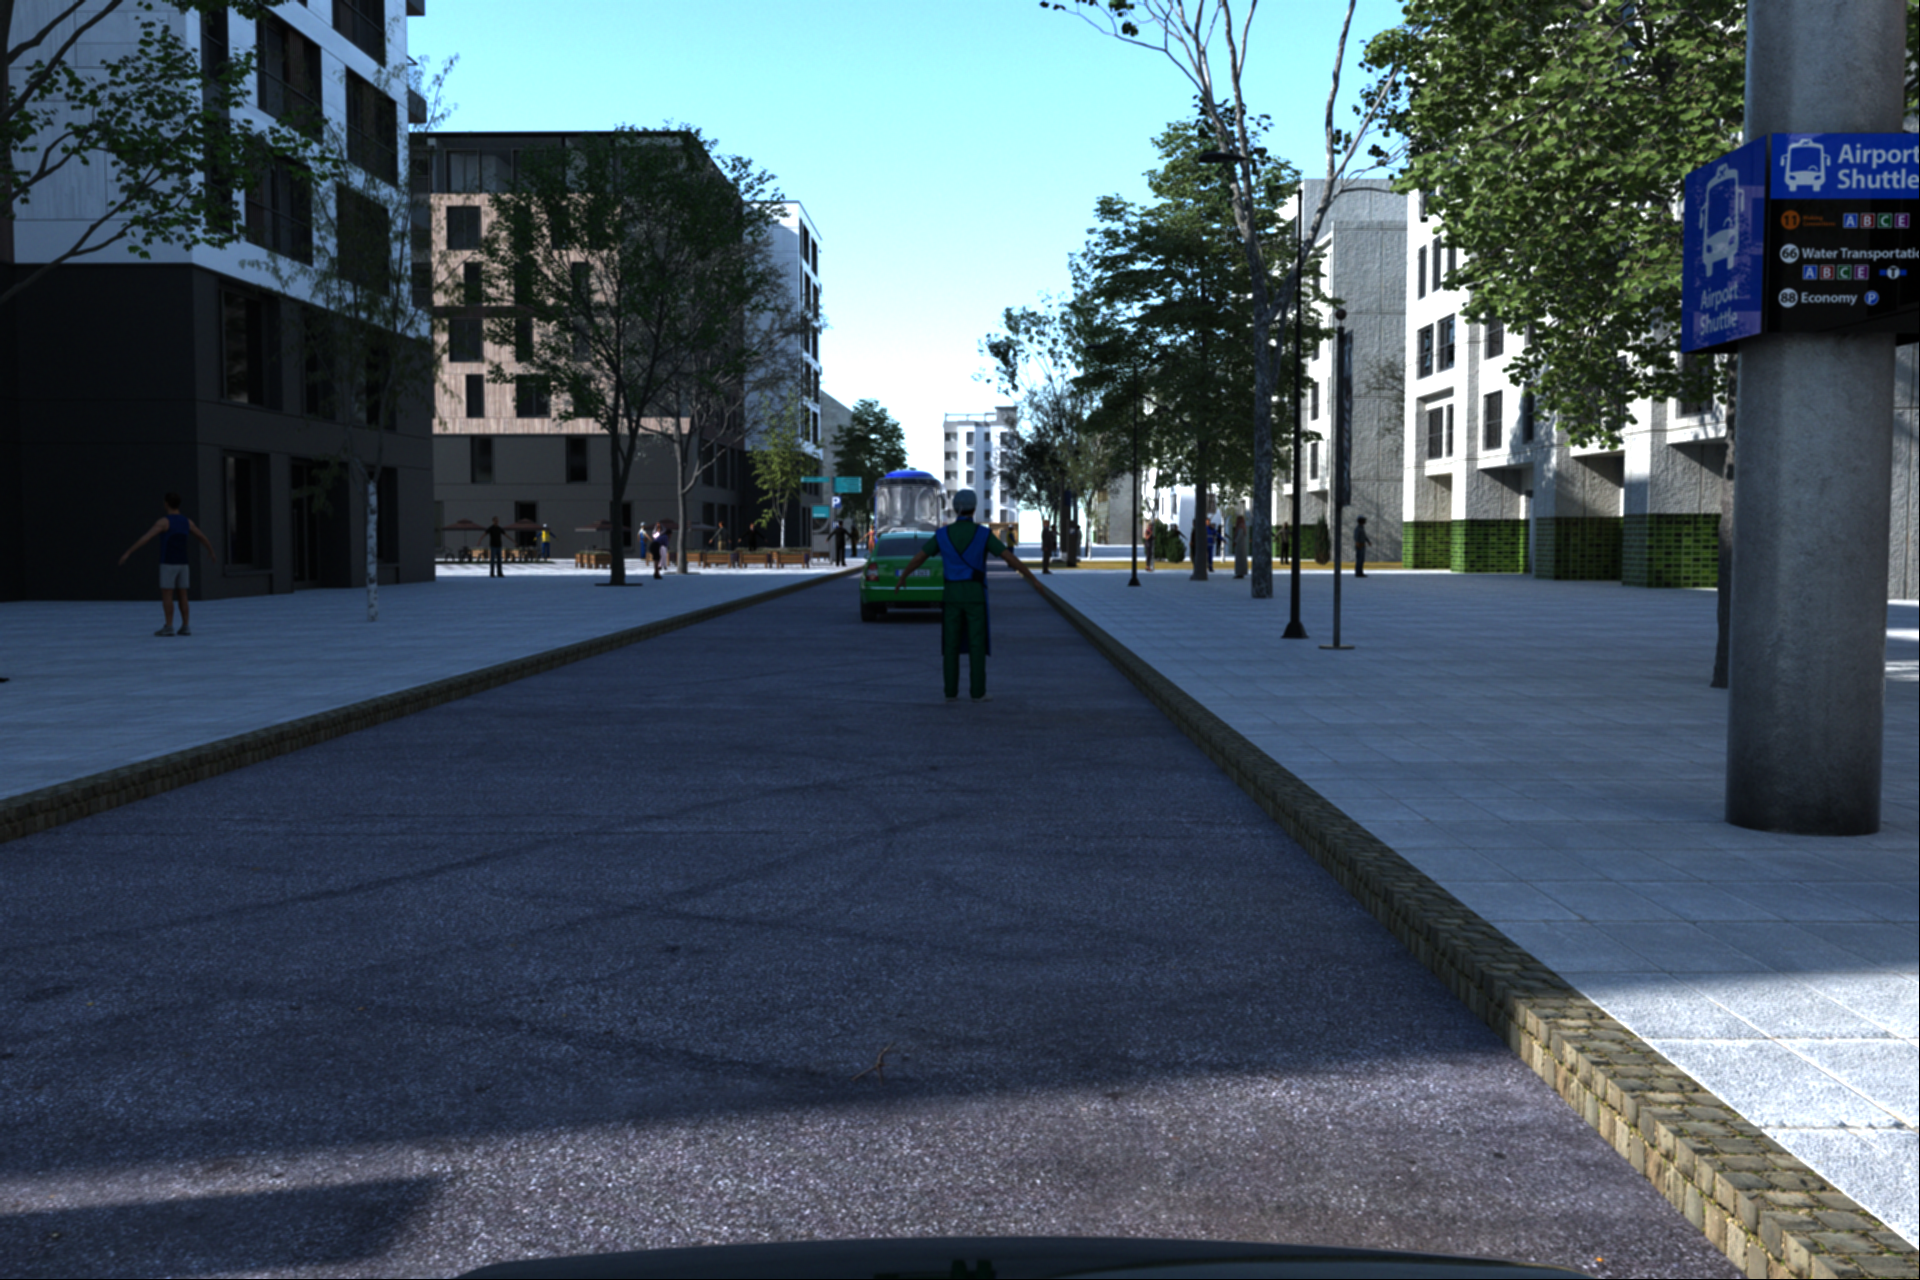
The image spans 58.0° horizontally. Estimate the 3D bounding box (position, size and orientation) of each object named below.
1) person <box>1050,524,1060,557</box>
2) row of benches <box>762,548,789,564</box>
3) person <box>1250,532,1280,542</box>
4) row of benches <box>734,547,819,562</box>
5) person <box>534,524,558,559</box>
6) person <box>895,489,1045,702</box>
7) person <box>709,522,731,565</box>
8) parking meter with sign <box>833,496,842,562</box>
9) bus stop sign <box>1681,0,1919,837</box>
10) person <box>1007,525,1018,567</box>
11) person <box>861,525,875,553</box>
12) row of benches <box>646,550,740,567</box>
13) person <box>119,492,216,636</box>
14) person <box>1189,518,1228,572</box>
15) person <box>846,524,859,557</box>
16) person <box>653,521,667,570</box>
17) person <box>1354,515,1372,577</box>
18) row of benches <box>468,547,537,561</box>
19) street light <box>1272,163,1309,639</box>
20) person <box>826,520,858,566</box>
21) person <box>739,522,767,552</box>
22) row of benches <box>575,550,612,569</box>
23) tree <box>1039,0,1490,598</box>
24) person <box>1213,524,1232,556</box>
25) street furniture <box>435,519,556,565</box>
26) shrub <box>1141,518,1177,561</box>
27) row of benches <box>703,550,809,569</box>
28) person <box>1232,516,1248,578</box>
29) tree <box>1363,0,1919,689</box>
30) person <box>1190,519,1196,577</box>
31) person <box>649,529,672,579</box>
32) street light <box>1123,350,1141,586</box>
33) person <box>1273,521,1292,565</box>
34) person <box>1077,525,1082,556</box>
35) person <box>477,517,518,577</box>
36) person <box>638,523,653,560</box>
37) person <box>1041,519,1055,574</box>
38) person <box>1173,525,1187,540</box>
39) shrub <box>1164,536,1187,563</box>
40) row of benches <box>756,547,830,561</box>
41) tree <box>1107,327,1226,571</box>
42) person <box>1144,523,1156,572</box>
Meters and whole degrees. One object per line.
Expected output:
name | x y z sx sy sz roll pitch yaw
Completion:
person | 5.334 -5.657 98.642 1.345 1.843 0.704 -1 4 -22
row of benches | -8.095 -3.689 75.775 1.422 0.672 4.104 -1 4 -16
person | 13.914 -4.454 79.047 1.346 1.802 0.704 0 4 8
row of benches | -8.581 -3.968 80.341 4.104 0.672 1.422 0 4 -5
person | -20.995 -4.978 87.860 1.216 1.772 0.721 -1 4 -21
person | 0.056 -0.384 14.868 1.347 1.817 0.704 1 4 16
person | -9.974 -4.051 72.503 0.705 1.796 1.348 2 4 32
parking meter with sign | -5.702 -5.153 80.516 0.543 3.016 1.738 0 4 1
bus stop sign | 3.716 -1.133 7.535 0.837 3.901 0.837 0 4 0
person | 2.220 -4.047 74.597 0.705 1.833 1.349 -1 4 -12
person | -4.220 -4.633 82.552 1.217 1.733 0.721 2 4 33
row of benches | -10.682 -3.257 68.709 4.104 0.672 1.422 2 4 23
person | -9.949 -0.961 21.884 0.704 1.807 1.345 2 4 30
person | 8.405 -3.227 58.741 1.345 1.831 0.704 -1 4 -10
person | -6.030 -5.651 98.154 0.705 1.858 1.354 -2 4 -31
person | -10.674 -3.359 61.639 0.551 1.740 0.621 -1 4 -16
person | 11.974 -2.802 51.653 0.704 1.849 1.345 2 4 30
row of benches | -21.697 -4.058 81.807 4.104 0.672 1.422 2 4 32
street light | 4.679 -2.976 21.205 1.470 5.913 1.316 0 4 0
person | -4.752 -3.863 69.102 1.347 1.837 0.705 1 4 16
person | -9.428 -4.437 78.723 1.347 1.806 0.705 -1 4 -23
row of benches | -13.658 -3.003 64.564 1.422 0.672 4.104 -1 4 -22
tree | 6.805 -10.822 32.828 12.611 20.169 13.585 0 3 0
person | 15.052 -5.782 100.313 1.354 1.856 0.705 -1 4 -9
street furniture | -30.207 -3.918 69.094 27.439 1.986 14.083 -1 4 -13
shrub | 9.370 -4.712 81.453 1.690 2.028 1.600 0 3 0
row of benches | -7.730 -3.025 64.921 4.104 0.672 1.422 1 4 11
person | 8.117 -2.703 50.338 0.704 1.811 1.347 1 4 17
tree | 6.588 -5.845 13.698 7.486 12.596 7.792 0 3 0
person | 6.851 -2.695 50.868 0.721 1.729 1.215 1 4 11
person | -8.524 -2.451 49.354 0.697 1.427 0.421 -3 4 -36
street light | 4.842 -4.282 42.551 1.470 5.913 1.316 0 4 1
person | 13.714 -4.089 72.978 1.348 1.813 0.705 -2 4 -25
person | 6.954 -5.864 102.059 0.705 1.806 1.347 2 4 26
person | -13.833 -2.781 51.679 1.348 1.803 0.705 -3 5 -45
person | -15.498 -4.839 84.981 0.705 1.847 1.347 -3 4 -37
person | 2.847 -3.025 56.062 0.434 1.755 0.990 1 4 11
person | 12.764 -5.870 102.107 1.346 1.812 0.704 -1 4 -21
shrub | 9.460 -3.963 75.909 1.383 1.207 1.383 0 3 0
row of benches | -8.090 -4.105 82.580 4.104 0.672 1.422 -1 4 -23
tree | 6.375 -6.651 59.108 4.360 8.622 3.978 0 3 0
person | 6.517 -3.162 59.209 0.415 1.643 0.593 -1 4 -20
